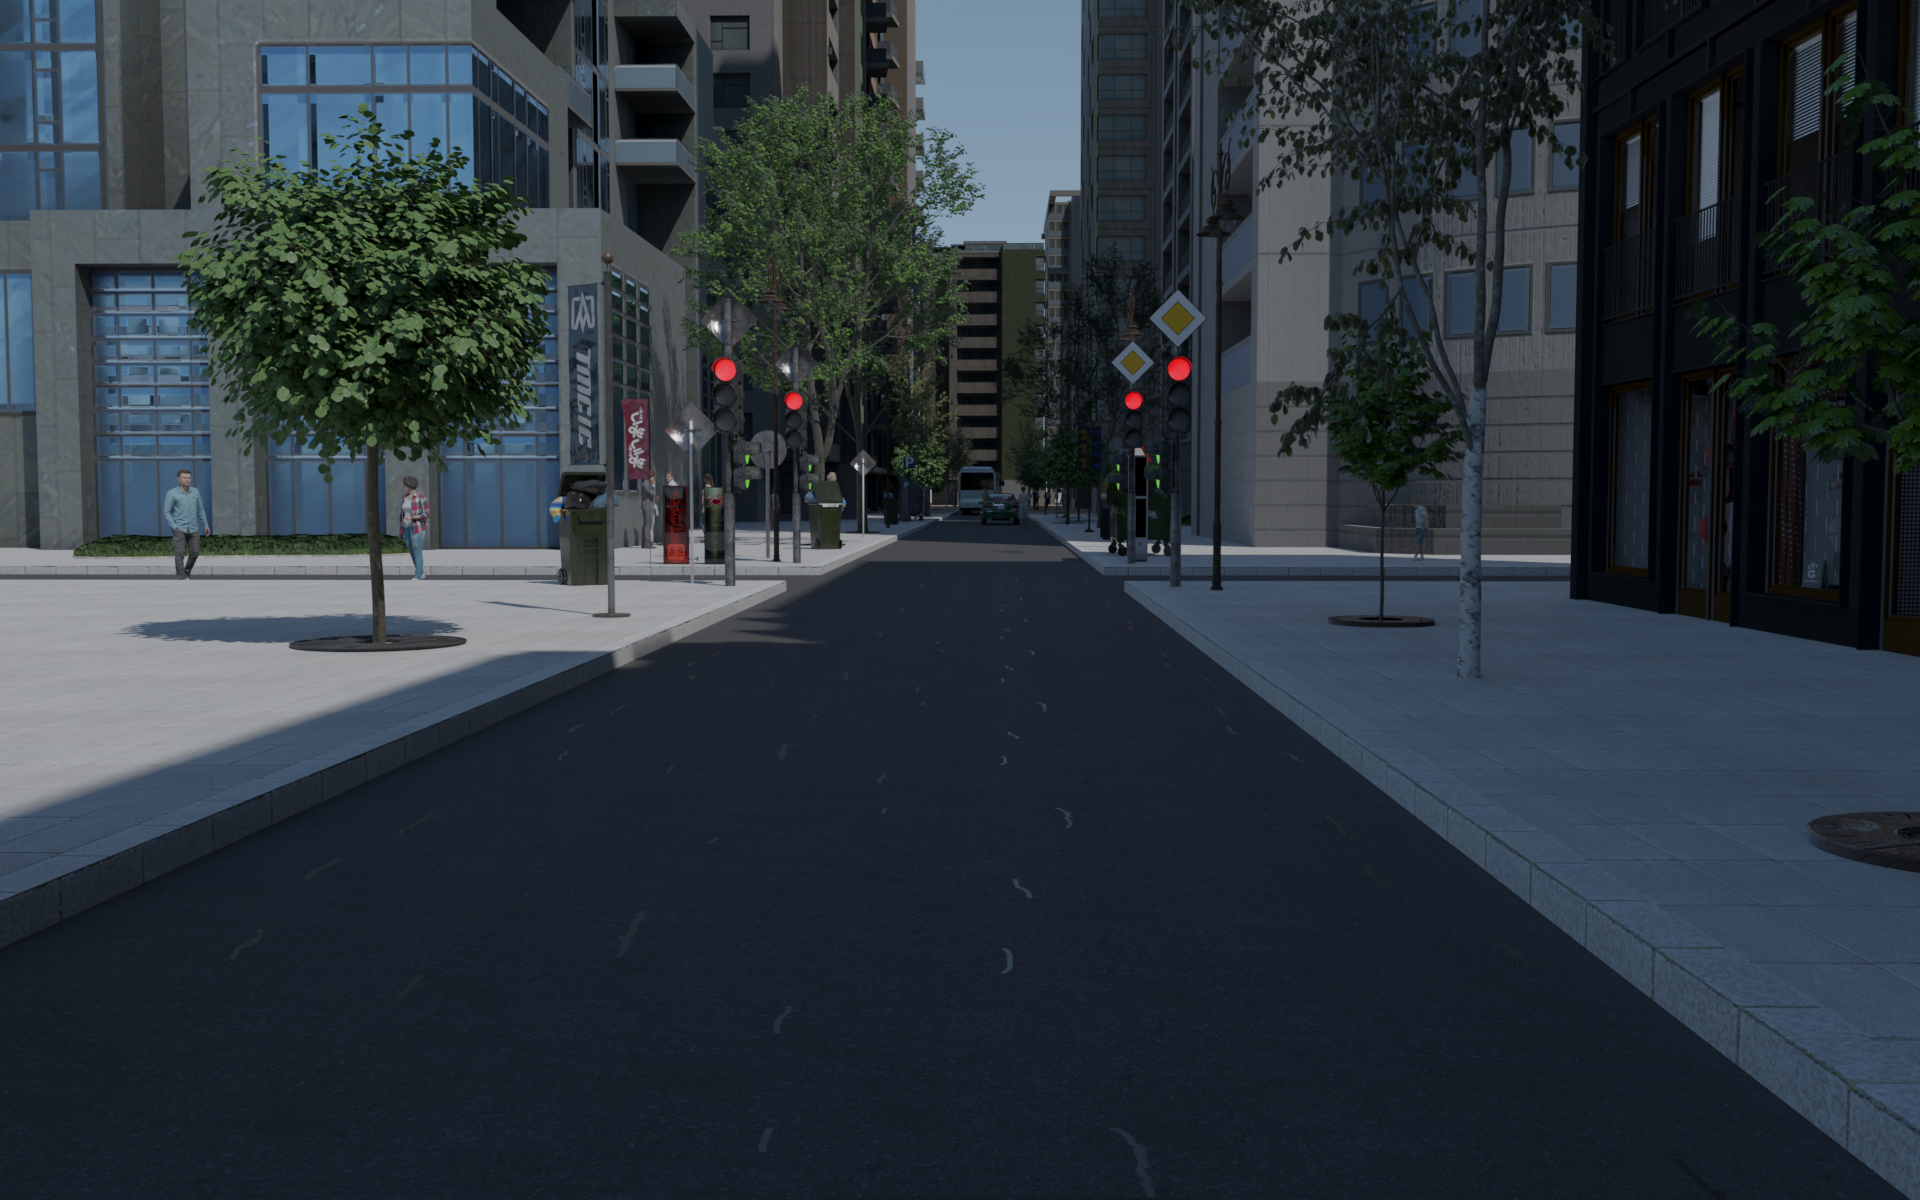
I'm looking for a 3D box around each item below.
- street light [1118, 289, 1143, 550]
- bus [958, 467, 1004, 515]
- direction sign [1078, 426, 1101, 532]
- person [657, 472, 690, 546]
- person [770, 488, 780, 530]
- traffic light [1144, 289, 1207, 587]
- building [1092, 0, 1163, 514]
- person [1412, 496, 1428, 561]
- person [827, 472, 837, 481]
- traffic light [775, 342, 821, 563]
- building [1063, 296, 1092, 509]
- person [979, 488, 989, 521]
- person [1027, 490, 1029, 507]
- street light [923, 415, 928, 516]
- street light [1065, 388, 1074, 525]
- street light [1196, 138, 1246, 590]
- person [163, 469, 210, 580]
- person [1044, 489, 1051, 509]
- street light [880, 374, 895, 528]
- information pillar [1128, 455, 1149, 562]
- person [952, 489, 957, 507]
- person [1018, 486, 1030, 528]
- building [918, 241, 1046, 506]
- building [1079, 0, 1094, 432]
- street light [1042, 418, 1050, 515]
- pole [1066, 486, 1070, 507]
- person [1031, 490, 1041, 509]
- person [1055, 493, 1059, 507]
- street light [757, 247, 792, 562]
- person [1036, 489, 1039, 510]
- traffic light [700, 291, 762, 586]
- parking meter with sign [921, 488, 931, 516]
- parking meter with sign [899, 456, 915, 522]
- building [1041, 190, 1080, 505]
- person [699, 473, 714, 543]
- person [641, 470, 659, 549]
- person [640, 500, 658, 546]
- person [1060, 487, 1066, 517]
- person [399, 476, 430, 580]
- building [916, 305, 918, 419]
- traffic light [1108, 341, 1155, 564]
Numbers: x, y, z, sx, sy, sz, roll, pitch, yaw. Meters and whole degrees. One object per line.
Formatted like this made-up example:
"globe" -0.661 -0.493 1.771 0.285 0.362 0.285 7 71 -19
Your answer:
"street light" 3.846 -4.067 39.284 0.468 5.910 1.993 0 4 1
"bus" 1.529 -7.885 123.779 2.948 3.499 13.247 0 4 3
"direction sign" 4.334 -4.037 58.007 0.876 3.537 0.379 -2 4 -25
"person" -7.166 -2.264 43.155 0.850 1.850 0.679 -1 4 -18
"person" -6.565 -3.203 61.001 0.503 1.515 0.523 1 4 11
"traffic light" 2.972 -2.141 23.922 0.839 4.253 0.868 0 4 1
"building" 15.859 -26.459 116.200 14.154 41.232 14.086 0 4 1
"person" 8.884 -1.391 33.471 0.352 1.250 0.332 2 4 31
"person" -3.325 -2.361 44.518 0.514 1.842 0.818 2 4 33
"traffic light" -3.009 -2.636 32.027 0.839 4.253 0.868 0 4 1
"building" 24.219 -19.601 165.523 27.650 21.520 28.899 0 4 1
"person" 1.325 -5.189 93.677 0.599 1.781 0.374 1 4 15
"person" 6.720 -10.072 171.442 0.721 1.735 1.217 -2 4 -30
"street light" -1.942 -7.730 99.168 0.468 5.910 1.993 0 4 1
"street light" 4.507 -6.100 72.519 0.468 5.910 1.993 0 4 1
"street light" 3.432 -3.070 22.980 0.468 5.910 1.993 0 4 1
"person" -12.069 -1.127 26.954 0.620 1.820 0.660 2 4 33
"person" 7.457 -8.558 146.906 0.756 1.711 0.436 -2 4 -24
"street light" -2.733 -5.679 65.636 0.468 5.910 1.993 0 4 1
"information pillar" 3.378 -1.735 32.860 0.304 2.012 0.304 -1 4 -13
"person" -0.535 -10.208 173.022 0.705 1.814 1.350 1 4 18
"person" 2.719 -3.920 73.170 0.480 1.755 0.524 0 4 6
"building" 2.760 -26.230 200.556 14.107 30.474 14.160 0 4 1
"building" 23.496 -33.468 136.435 28.713 52.752 27.495 0 4 1
"street light" 5.215 -8.116 105.476 0.468 5.910 1.993 0 4 1
"pole" 5.238 -5.523 84.139 0.158 3.312 0.155 0 3 0
"person" 6.657 -8.914 152.309 0.721 1.766 1.217 -3 5 -39
"person" 9.582 -10.131 171.772 0.705 1.812 1.348 0 4 -2
"street light" -3.479 -3.663 32.679 0.468 5.910 1.993 0 4 1
"person" 6.290 -8.280 142.135 0.721 1.736 1.217 0 4 4
"traffic light" -3.188 -2.148 24.044 0.839 4.253 0.868 0 4 1
"parking meter with sign" -1.987 -6.496 102.467 0.543 3.016 1.738 -1 4 -12
"parking meter with sign" -2.530 -5.163 80.680 0.543 3.016 1.738 -1 4 -14
"building" 22.012 -31.631 209.051 23.993 40.220 32.217 0 4 1
"person" -6.663 -2.415 45.543 0.388 1.821 0.555 0 4 -8
"person" -7.298 -2.138 40.806 0.447 1.846 0.655 -1 4 -22
"person" -7.607 -1.958 42.343 0.425 1.301 0.394 -2 4 -30
"person" 5.827 -5.549 96.873 0.391 1.810 0.635 2 4 26
"person" -8.711 -1.124 27.714 0.563 1.720 0.643 2 4 31
"building" -11.347 -26.241 200.743 14.107 30.474 14.160 0 4 1
"traffic light" 3.152 -2.629 31.905 0.839 4.253 0.868 0 4 1
